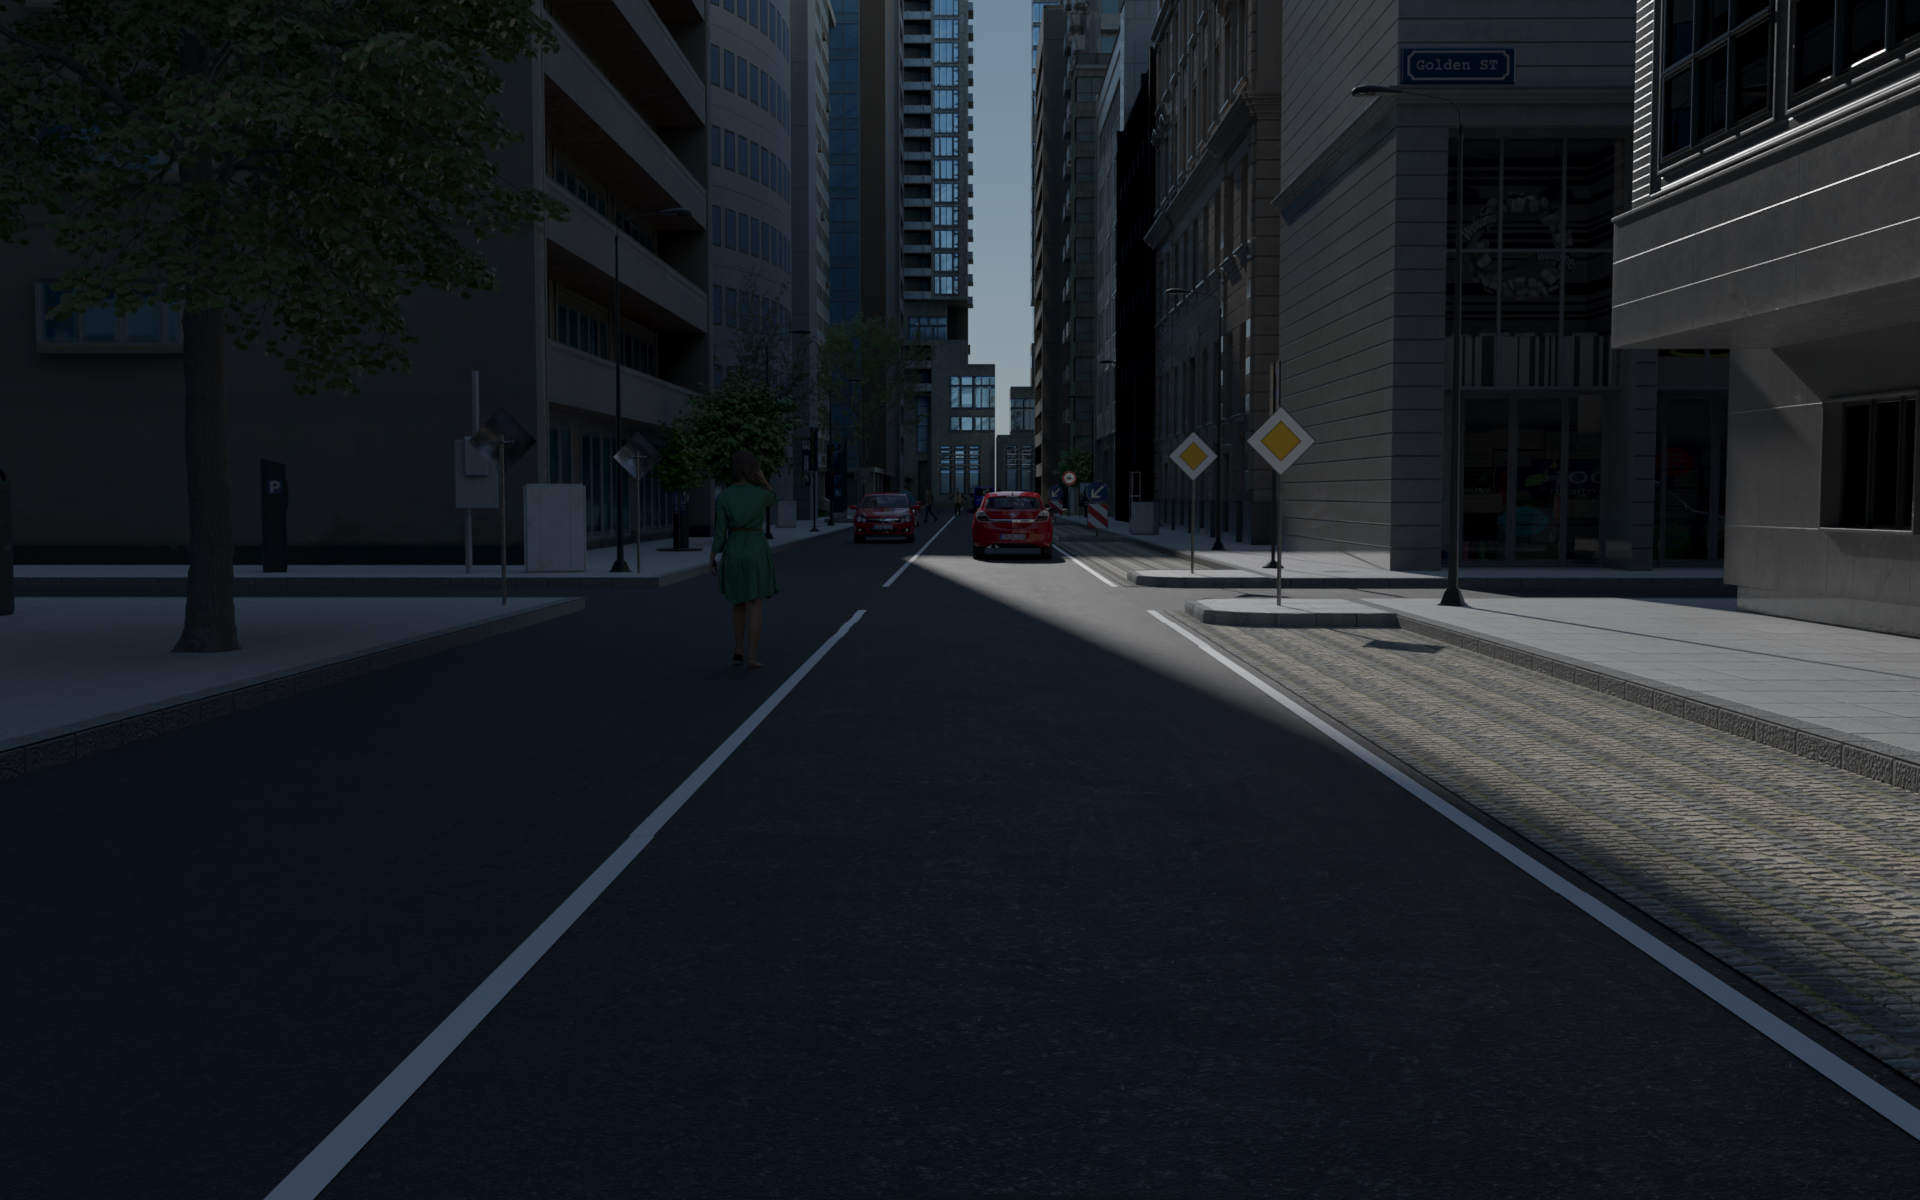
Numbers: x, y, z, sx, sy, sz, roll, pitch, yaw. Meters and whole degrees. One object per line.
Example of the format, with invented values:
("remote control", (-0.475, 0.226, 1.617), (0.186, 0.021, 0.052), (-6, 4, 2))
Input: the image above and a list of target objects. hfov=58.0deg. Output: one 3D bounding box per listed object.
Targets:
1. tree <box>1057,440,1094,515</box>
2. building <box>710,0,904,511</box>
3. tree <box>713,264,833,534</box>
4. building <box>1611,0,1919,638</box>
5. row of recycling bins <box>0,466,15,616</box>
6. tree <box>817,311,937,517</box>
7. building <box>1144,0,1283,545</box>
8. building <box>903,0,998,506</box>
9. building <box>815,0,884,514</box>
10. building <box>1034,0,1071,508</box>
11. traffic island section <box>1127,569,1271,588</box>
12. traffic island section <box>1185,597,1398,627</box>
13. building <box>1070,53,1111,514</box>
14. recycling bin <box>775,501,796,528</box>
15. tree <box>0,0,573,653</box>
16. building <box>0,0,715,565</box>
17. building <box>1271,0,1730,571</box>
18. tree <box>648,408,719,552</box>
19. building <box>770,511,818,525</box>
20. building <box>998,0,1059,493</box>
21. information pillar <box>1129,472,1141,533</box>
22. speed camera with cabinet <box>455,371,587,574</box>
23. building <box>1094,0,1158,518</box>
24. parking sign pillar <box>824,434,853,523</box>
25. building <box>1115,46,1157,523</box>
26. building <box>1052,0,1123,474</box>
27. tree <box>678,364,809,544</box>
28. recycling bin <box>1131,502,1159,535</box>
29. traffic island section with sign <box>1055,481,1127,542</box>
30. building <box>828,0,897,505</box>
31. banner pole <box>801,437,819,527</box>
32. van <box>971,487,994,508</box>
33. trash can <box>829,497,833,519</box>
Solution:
("tree", (7.449, -7.505, 106.416), (4.285, 4.588, 4.351), (0, 3, 0))
("building", (-19.584, -38.211, 166.745), (28.212, 58.520, 21.231), (0, 4, 1))
("tree", (-6.206, -6.418, 55.304), (4.360, 8.622, 3.978), (0, 3, 0))
("building", (13.749, -11.275, 3.415), (14.314, 24.678, 30.058), (0, 4, 1))
("row of recycling bins", (-10.846, -0.600, 16.923), (1.069, 1.692, 3.534), (1, 4, 14))
("tree", (-5.400, -10.457, 96.732), (9.928, 11.665, 9.643), (0, 3, 0))
("building", (13.051, -15.743, 54.658), (12.463, 27.353, 25.104), (0, 4, 1))
("building", (-11.558, -54.089, 197.029), (31.000, 86.520, 22.319), (0, 4, 1))
("building", (-21.471, -25.879, 115.000), (32.217, 40.220, 23.993), (0, 4, 1))
("building", (18.207, -33.203, 166.575), (21.300, 48.544, 21.600), (0, 4, 1))
("traffic island section", (3.769, -0.347, 27.950), (2.009, 0.180, 2.903), (0, 4, 1))
("traffic island section", (3.693, 0.142, 19.965), (2.009, 0.180, 2.903), (0, 4, 1))
("building", (14.417, -21.138, 117.313), (14.160, 30.474, 14.107), (0, 4, 1))
("recycling bin", (-6.630, -3.263, 65.910), (0.722, 1.027, 0.722), (-1, 4, -13))
("tree", (-6.386, -5.876, 14.194), (7.486, 12.596, 7.792), (0, 3, 0))
("building", (-18.126, -25.479, 40.284), (21.300, 48.544, 21.600), (0, 4, 1))
("building", (21.940, -15.640, 33.200), (29.804, 29.767, 11.434), (0, 4, 1))
("tree", (-6.294, -2.708, 38.883), (1.663, 3.219, 1.824), (0, 3, 0))
("building", (-17.885, -32.466, 72.824), (21.231, 58.520, 28.212), (0, 4, 1))
("building", (19.638, -54.036, 196.166), (31.000, 86.520, 22.319), (0, 4, 1))
("information pillar", (5.796, -3.231, 57.321), (0.304, 2.012, 0.304), (-1, 4, -9))
("speed camera with cabinet", (-7.167, -2.074, 28.253), (2.038, 3.252, 0.660), (-1, 4, -15))
("building", (13.926, -16.819, 93.009), (12.078, 24.808, 19.932), (0, 4, 1))
("parking sign pillar", (-5.343, -5.429, 77.234), (1.447, 3.967, 1.447), (0, 4, 7))
("building", (13.565, -15.017, 75.205), (12.332, 23.373, 15.834), (0, 4, 1))
("building", (19.792, -31.815, 139.791), (23.786, 49.044, 30.456), (0, 4, 1))
("tree", (-5.511, -3.678, 43.854), (4.285, 4.588, 4.351), (0, 3, 0))
("recycling bin", (5.830, -2.566, 54.506), (0.722, 1.027, 0.722), (1, 4, 23))
("traffic island section with sign", (4.010, -2.686, 52.547), (1.989, 1.847, 2.006), (0, 4, 1))
("building", (-13.105, -30.452, 148.002), (14.600, 45.320, 14.200), (0, 4, 1))
("banner pole", (-5.840, -4.720, 67.184), (0.863, 3.779, 0.401), (-3, 5, -44))
("van", (2.079, -8.875, 149.486), (2.240, 2.365, 5.245), (0, 3, 0))
("trash can", (-6.472, -4.793, 90.013), (0.748, 1.137, 0.748), (0, 3, 0))
